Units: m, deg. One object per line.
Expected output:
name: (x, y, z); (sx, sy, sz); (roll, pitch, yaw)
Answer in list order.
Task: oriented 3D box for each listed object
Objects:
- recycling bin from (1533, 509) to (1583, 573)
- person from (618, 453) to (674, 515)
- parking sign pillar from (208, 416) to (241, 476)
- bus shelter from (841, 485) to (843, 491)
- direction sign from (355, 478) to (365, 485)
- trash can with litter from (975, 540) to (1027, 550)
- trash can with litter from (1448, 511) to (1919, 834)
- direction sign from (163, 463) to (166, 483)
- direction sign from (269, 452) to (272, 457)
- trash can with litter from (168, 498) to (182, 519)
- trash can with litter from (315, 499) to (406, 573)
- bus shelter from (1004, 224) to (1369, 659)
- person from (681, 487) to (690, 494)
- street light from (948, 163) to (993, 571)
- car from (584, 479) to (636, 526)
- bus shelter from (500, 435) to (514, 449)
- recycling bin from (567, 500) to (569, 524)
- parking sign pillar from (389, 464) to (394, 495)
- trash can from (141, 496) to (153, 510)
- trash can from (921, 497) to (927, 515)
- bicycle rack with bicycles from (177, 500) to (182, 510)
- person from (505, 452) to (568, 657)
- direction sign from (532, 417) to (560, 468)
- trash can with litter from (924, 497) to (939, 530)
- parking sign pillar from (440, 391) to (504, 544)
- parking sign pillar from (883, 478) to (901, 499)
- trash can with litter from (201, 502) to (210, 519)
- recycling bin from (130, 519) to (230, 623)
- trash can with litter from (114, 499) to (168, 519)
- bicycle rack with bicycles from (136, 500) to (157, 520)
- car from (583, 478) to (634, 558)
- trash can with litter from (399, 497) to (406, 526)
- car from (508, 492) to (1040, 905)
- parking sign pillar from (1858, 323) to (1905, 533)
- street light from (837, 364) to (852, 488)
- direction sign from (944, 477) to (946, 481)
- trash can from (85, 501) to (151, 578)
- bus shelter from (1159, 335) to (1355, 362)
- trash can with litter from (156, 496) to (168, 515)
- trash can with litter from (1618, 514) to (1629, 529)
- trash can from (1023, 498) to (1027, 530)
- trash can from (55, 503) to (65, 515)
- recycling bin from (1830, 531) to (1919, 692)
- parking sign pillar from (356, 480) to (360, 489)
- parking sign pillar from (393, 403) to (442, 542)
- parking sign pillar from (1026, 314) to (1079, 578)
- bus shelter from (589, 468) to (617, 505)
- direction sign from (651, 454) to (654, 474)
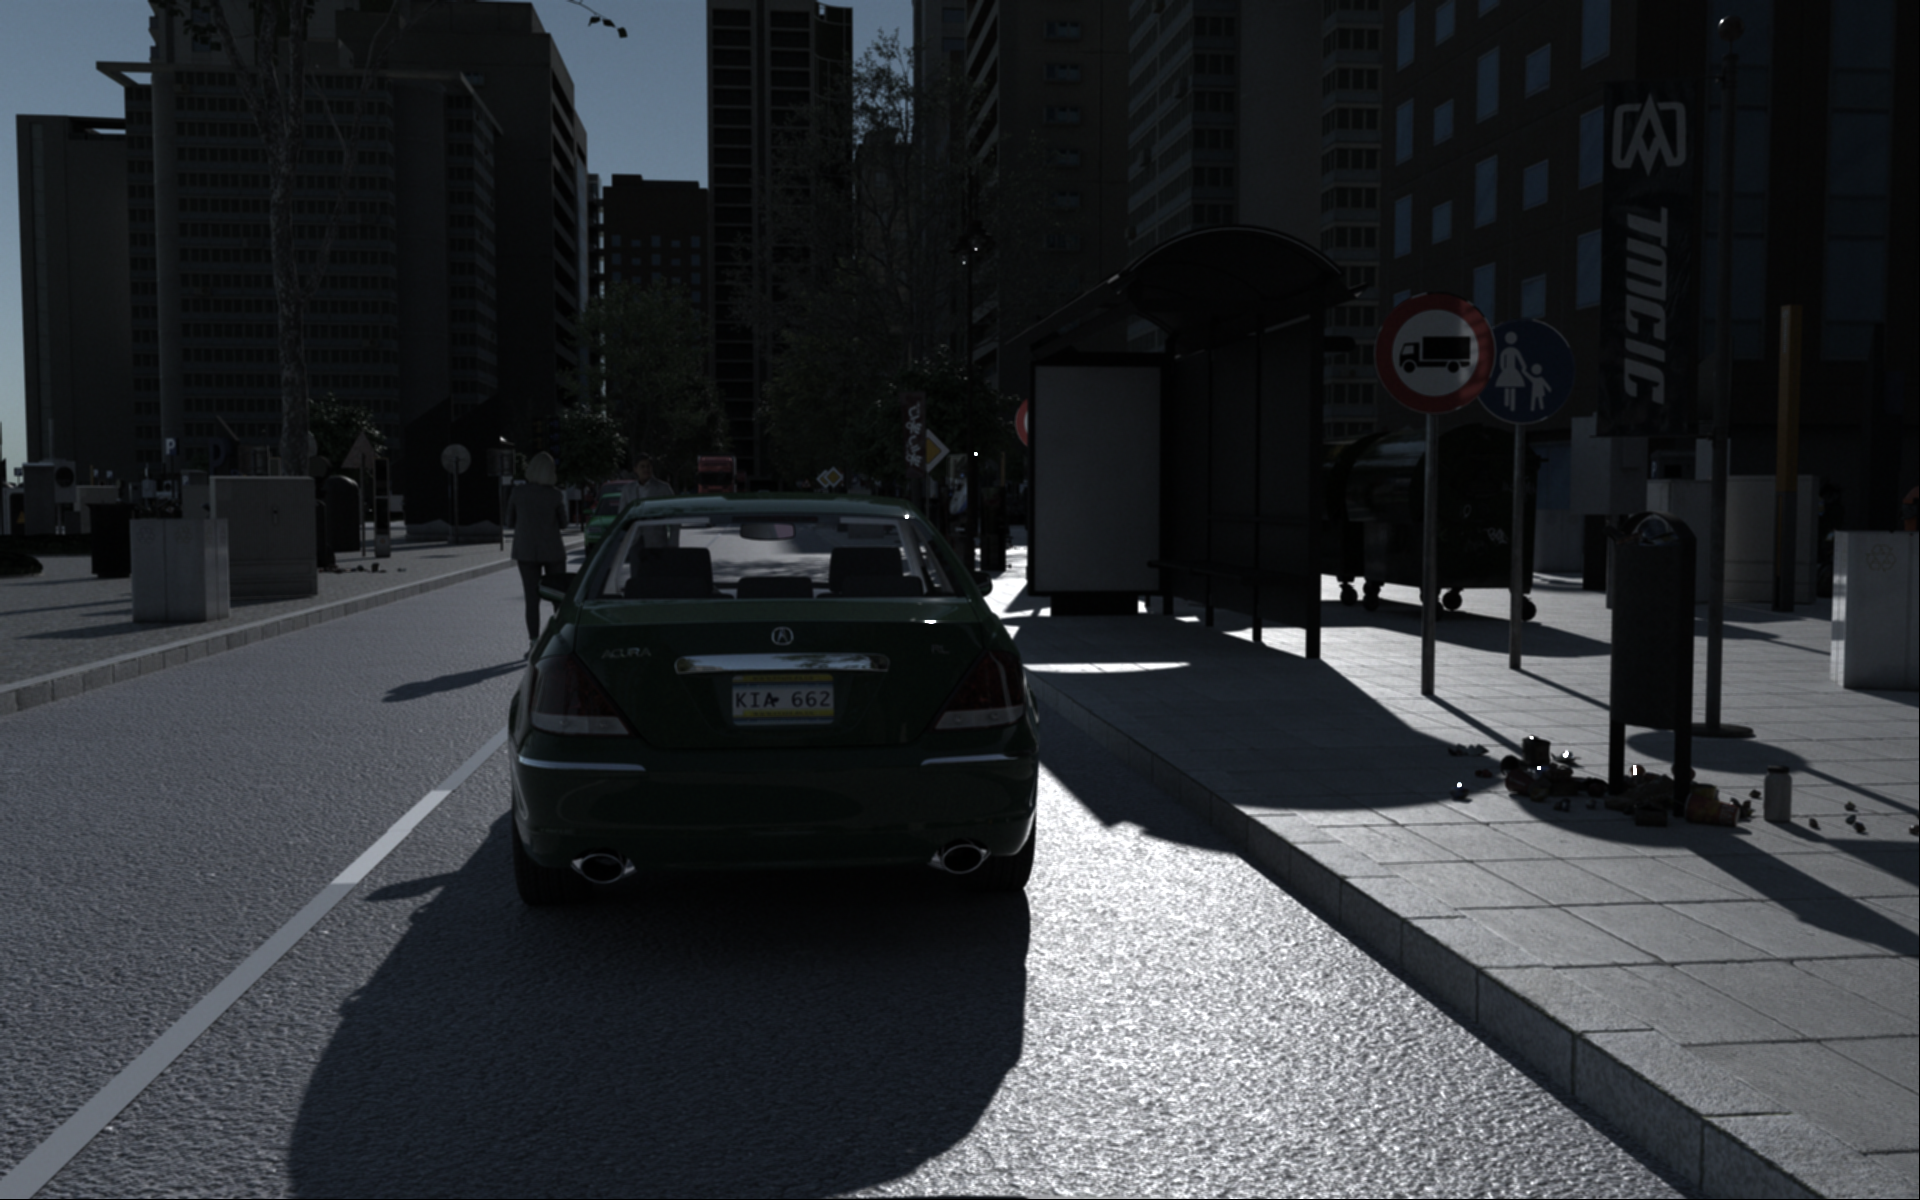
recycling bin: (9.796, -0.979, 28.563); (0.722, 1.027, 0.722); (0, 4, -1)
person: (-3.139, -0.562, 17.536); (0.661, 1.843, 0.795); (1, 4, 8)
parking sign pillar: (-25.119, -4.325, 59.187); (1.447, 3.967, 1.447); (3, 4, 38)
bus shelter: (-9.081, -8.912, 139.626); (2.014, 3.302, 5.546); (0, 4, -7)
direction sign: (-38.378, -7.236, 110.305); (0.876, 3.537, 0.379); (-1, 4, -16)
trash can with litter: (0.836, -1.831, 40.990); (1.678, 1.210, 2.233); (0, 4, -4)
trash can with litter: (2.879, 0.218, 7.496); (1.678, 1.210, 2.233); (-1, 4, -8)
direction sign: (-58.036, -8.221, 126.408); (0.379, 3.537, 0.876); (-1, 4, -14)
direction sign: (-37.003, -6.180, 93.042); (0.379, 3.537, 0.876); (-1, 4, -16)
trash can with litter: (-21.340, -2.131, 46.227); (1.055, 1.170, 0.624); (1, 4, 11)
trash can with litter: (-10.267, -1.057, 28.334); (2.233, 1.210, 1.678); (0, 4, -7)
bus shelter: (1.775, -1.337, 15.776); (2.014, 3.302, 5.546); (0, 4, -6)
person: (-14.905, -5.237, 94.136); (0.660, 1.820, 0.620); (-2, 4, -24)
street light: (0.140, -3.170, 24.611); (0.468, 5.910, 1.993); (0, 4, -6)
car: (-8.461, -2.201, 44.654); (2.281, 1.827, 5.304); (0, 4, -7)
bus shelter: (-14.886, -3.575, 52.381); (2.014, 3.302, 5.546); (0, 4, -6)
recycling bin: (-17.010, -3.706, 73.154); (0.722, 1.027, 0.722); (2, 4, 24)
parking sign pillar: (-34.960, -7.329, 108.300); (1.447, 3.967, 1.447); (-2, 4, -34)
trash can: (-52.358, -6.116, 111.658); (0.748, 1.137, 0.748); (0, 3, 0)
trash can: (-1.554, -4.173, 79.874); (0.748, 1.137, 0.748); (0, 3, 0)
bicycle rack with bicycles: (-47.026, -5.468, 102.784); (2.852, 0.926, 2.925); (-3, 5, -43)
person: (-3.732, -0.406, 15.321); (0.537, 1.800, 0.526); (0, 4, -3)
direction sign: (-12.164, -3.607, 50.969); (0.876, 3.537, 0.379); (1, 4, 13)
trash can with litter: (-1.106, -3.038, 61.057); (0.624, 1.170, 1.055); (-1, 4, -21)
parking sign pillar: (-12.715, -3.481, 45.379); (1.447, 3.967, 1.447); (-1, 4, -21)
parking sign pillar: (-2.944, -5.375, 76.360); (1.447, 3.967, 1.447); (2, 4, 23)
trash can with litter: (-10.077, -0.786, 24.239); (1.055, 1.170, 0.624); (0, 4, -1)
recycling bin: (-7.919, -0.309, 17.602); (0.722, 1.027, 0.722); (0, 4, -2)
trash can with litter: (-19.299, -1.785, 40.564); (0.624, 1.170, 1.055); (3, 5, 40)
bicycle rack with bicycles: (-40.704, -4.398, 85.291); (2.925, 0.926, 2.852); (-1, 4, -21)
car: (-7.408, -1.842, 38.916); (1.959, 1.807, 4.718); (0, 4, -7)
trash can with litter: (-22.127, -3.592, 70.121); (0.624, 1.170, 1.055); (2, 4, 28)
car: (-0.827, 0.259, 7.557); (2.131, 1.459, 4.920); (0, 4, -7)
parking sign pillar: (14.840, -2.414, 27.941); (1.447, 3.967, 1.447); (1, 4, 21)
street light: (-4.112, -5.442, 61.768); (0.468, 5.910, 1.993); (0, 4, -6)
direction sign: (-1.030, -6.707, 101.649); (0.876, 3.537, 0.379); (0, 4, 2)
trash can: (-13.022, -0.915, 26.621); (0.748, 1.137, 0.748); (0, 3, 0)
bus shelter: (3.709, -3.029, 27.160); (2.179, 5.291, 8.768); (0, 4, -7)
trash can with litter: (-32.192, -3.634, 70.479); (2.233, 1.210, 1.678); (1, 4, 13)
trash can with litter: (11.036, -1.072, 28.910); (1.055, 1.170, 0.624); (-3, 5, -43)
trash can: (2.502, -2.855, 58.337); (0.748, 1.137, 0.748); (0, 3, 0)
trash can: (-62.281, -6.577, 119.194); (0.748, 1.137, 0.748); (0, 3, 0)
recycling bin: (6.275, 0.060, 11.575); (0.722, 1.027, 0.722); (1, 4, 19)
parking sign pillar: (-45.284, -8.567, 128.547); (1.447, 3.967, 1.447); (0, 4, 2)
parking sign pillar: (-14.443, -3.597, 47.291); (1.447, 3.967, 1.447); (0, 4, -1)
parking sign pillar: (1.728, -2.312, 26.269); (1.447, 3.967, 1.447); (-2, 4, -32)
bus shelter: (-19.747, -7.035, 92.661); (2.179, 5.291, 8.768); (0, 4, -6)
direction sign: (-17.505, -6.523, 98.647); (0.379, 3.537, 0.876); (0, 4, -3)
